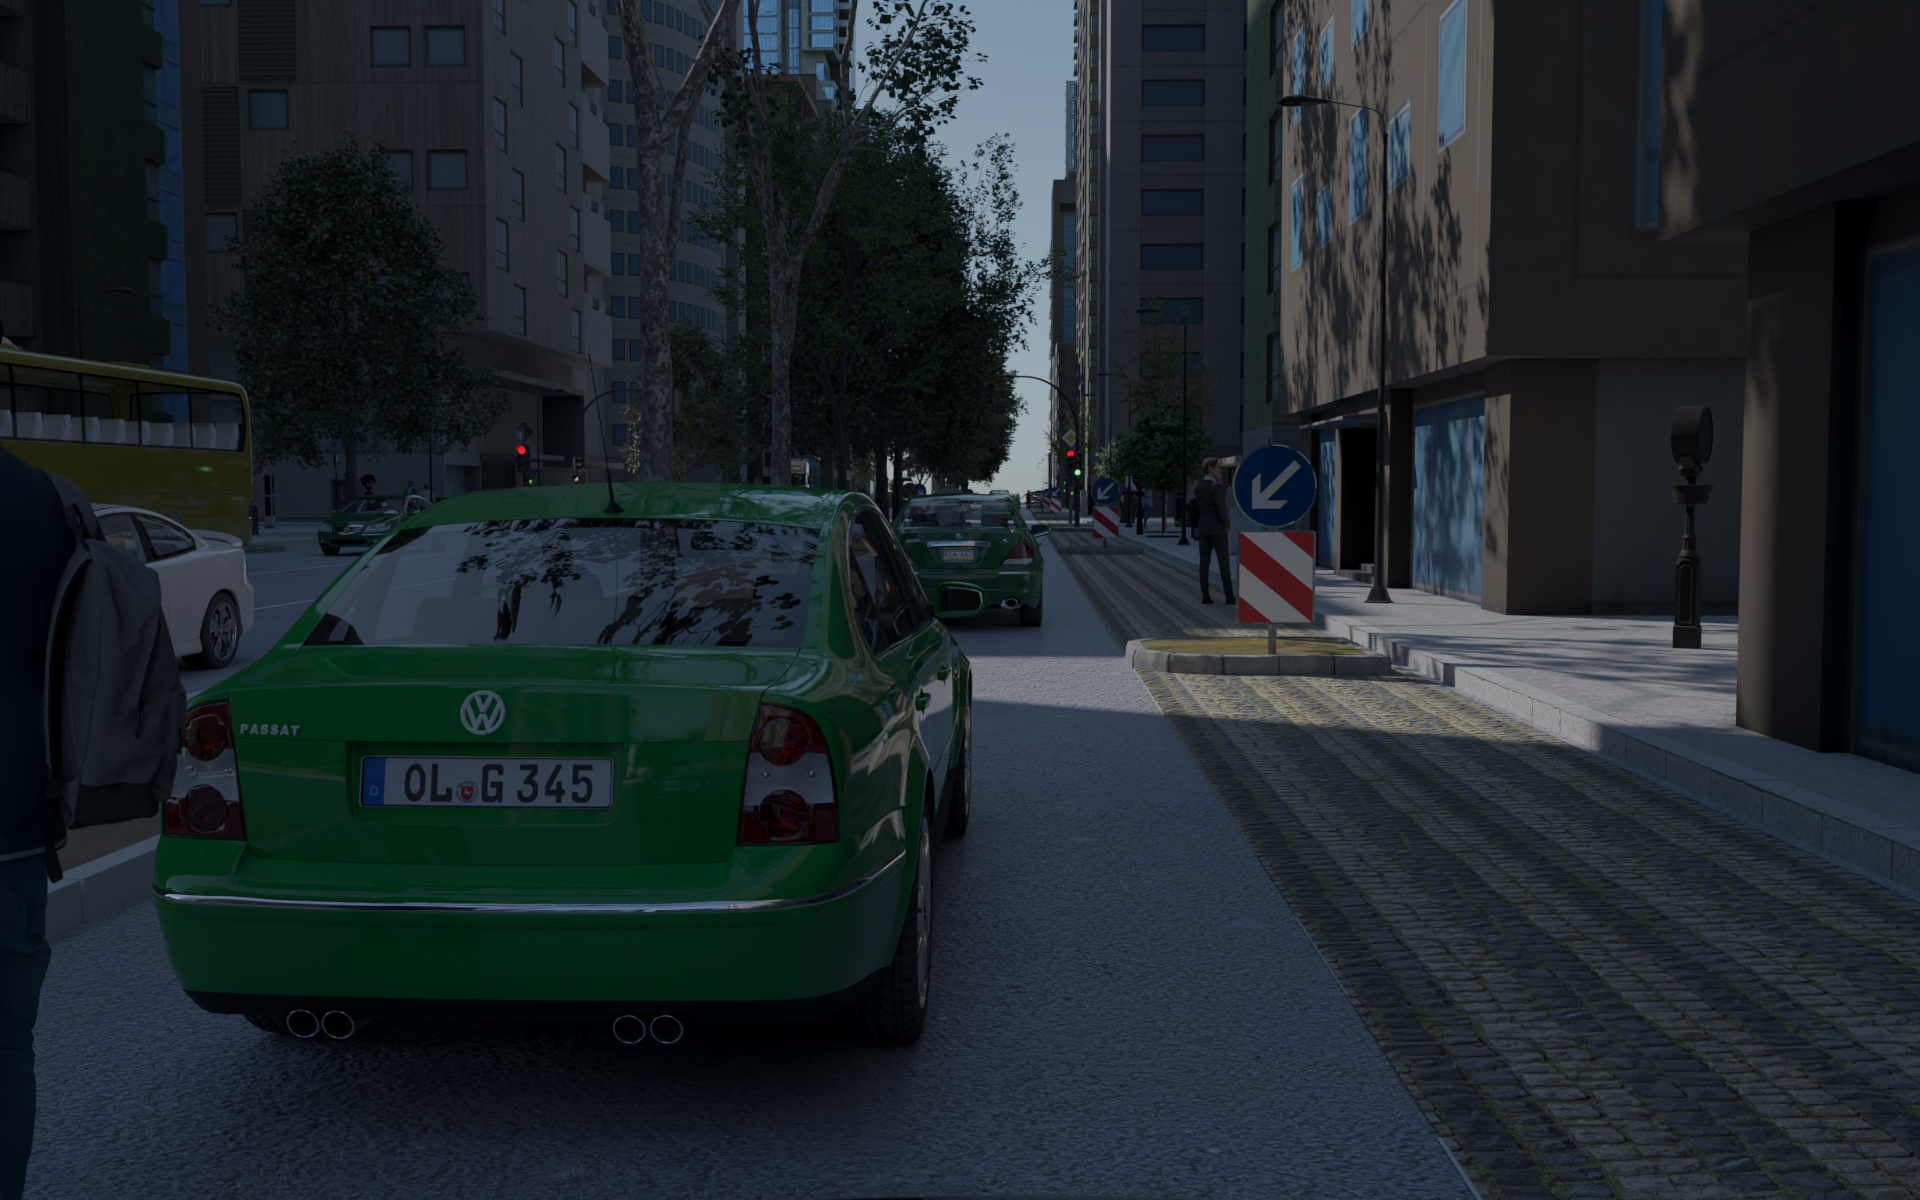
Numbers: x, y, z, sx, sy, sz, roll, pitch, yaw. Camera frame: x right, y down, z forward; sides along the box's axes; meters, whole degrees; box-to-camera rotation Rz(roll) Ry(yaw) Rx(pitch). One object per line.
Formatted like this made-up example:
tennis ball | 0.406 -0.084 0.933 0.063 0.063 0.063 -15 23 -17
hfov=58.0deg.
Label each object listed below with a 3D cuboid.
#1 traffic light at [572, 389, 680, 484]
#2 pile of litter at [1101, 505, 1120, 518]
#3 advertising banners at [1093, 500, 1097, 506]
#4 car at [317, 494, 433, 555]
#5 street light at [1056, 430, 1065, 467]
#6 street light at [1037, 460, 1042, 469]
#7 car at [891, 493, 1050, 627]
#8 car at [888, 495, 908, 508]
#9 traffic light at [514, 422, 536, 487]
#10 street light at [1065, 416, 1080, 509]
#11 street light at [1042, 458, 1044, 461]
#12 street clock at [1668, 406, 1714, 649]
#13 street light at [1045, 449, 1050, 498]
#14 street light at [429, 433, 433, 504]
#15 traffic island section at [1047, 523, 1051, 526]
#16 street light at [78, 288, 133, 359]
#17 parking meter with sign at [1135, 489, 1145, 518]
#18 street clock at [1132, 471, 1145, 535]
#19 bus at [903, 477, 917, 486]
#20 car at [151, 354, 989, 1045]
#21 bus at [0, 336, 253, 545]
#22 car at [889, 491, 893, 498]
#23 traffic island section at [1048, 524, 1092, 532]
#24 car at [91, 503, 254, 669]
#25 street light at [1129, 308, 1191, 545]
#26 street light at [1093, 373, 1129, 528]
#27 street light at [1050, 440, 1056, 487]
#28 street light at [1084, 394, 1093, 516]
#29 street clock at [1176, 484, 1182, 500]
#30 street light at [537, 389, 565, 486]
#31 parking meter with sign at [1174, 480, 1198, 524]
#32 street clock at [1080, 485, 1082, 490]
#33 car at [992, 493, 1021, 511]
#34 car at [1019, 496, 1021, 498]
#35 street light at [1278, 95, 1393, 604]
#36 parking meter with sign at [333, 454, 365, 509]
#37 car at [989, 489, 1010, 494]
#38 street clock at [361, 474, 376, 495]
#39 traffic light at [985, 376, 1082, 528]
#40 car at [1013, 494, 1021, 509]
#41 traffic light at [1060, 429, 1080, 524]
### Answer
traffic light | -14.518 -6.142 75.087 4.771 5.953 1.251 0 4 2
pile of litter | 8.082 -4.941 94.758 1.176 0.858 1.719 -1 4 -20
advertising banners | 11.059 -8.373 133.090 2.074 3.025 0.090 1 4 17
car | -13.936 -1.852 42.081 2.131 1.459 4.920 0 4 3
street light | 7.941 -9.405 126.309 1.470 5.913 1.316 0 4 2
street light | 11.685 -16.160 236.759 1.470 5.913 1.316 0 4 2
car | 0.002 -0.510 20.135 2.131 1.459 4.920 0 4 0
car | -6.338 -10.314 177.668 2.155 1.783 4.494 0 4 3
traffic light | -16.881 -4.784 67.142 0.839 4.253 0.868 0 4 2
street light | 7.197 -7.998 103.304 1.470 5.913 1.316 0 4 2
street light | 10.582 -14.057 202.379 1.470 5.913 1.316 0 4 2
street clock | 6.059 -0.600 14.376 0.358 2.002 0.471 3 4 37
street light | 9.727 -12.612 178.742 1.470 5.913 1.316 0 4 2
street light | -18.480 -5.481 62.150 1.470 5.913 1.316 0 4 2
traffic island section | 4.778 -3.196 74.532 2.009 0.180 2.903 0 4 2
street light | -19.302 -4.074 39.148 1.470 5.913 1.316 0 4 2
parking meter with sign | 9.926 -6.046 95.114 0.543 3.016 1.738 2 4 35
street clock | 5.648 -3.048 54.397 0.471 2.002 0.358 0 4 -6
bus | -7.710 -15.683 247.961 2.896 3.916 12.252 0 4 1
car | -0.900 0.176 5.916 1.959 1.807 4.718 0 4 3
bus | -14.790 -2.149 26.682 2.896 3.916 12.252 0 4 2
car | -7.998 -12.608 214.808 2.281 1.827 5.304 0 4 4
traffic island section | 4.508 -2.708 66.551 2.009 0.180 2.903 0 4 2
car | -7.010 -0.034 12.920 2.083 1.381 4.827 0 4 2
street light | 5.082 -4.332 43.375 1.470 5.913 1.316 0 4 2
street light | 5.957 -5.739 66.376 1.470 5.913 1.316 0 4 2
street light | 9.002 -11.127 154.465 1.470 5.913 1.316 0 4 2
street light | 6.445 -6.591 80.299 1.470 5.913 1.316 0 4 2
street clock | 11.511 -5.284 90.963 0.471 2.002 0.358 1 4 8
street light | -18.059 -6.349 76.345 1.470 5.913 1.316 0 4 2
parking meter with sign | 9.961 -4.786 74.507 1.738 3.016 0.543 -2 4 -25
street clock | 9.812 -8.463 142.934 0.471 2.002 0.358 -3 5 -40
car | 1.859 -4.375 80.332 1.959 1.807 4.718 0 4 1
car | 9.557 -17.743 302.099 2.014 1.417 4.499 0 4 4
street light | 4.404 -2.921 20.305 1.470 5.913 1.316 0 4 2
parking meter with sign | -26.150 -4.818 75.028 1.738 3.016 0.543 -1 4 -9
car | 3.092 -7.822 136.564 2.281 1.827 5.304 0 4 1
street clock | -21.526 -3.578 63.066 0.358 2.002 0.471 3 5 39
traffic light | 2.375 -5.609 66.368 4.771 5.953 1.251 0 4 2
car | 4.909 -9.605 165.842 1.959 1.807 4.718 0 4 3
traffic light | 4.738 -5.229 74.419 0.839 4.253 0.868 0 4 2
